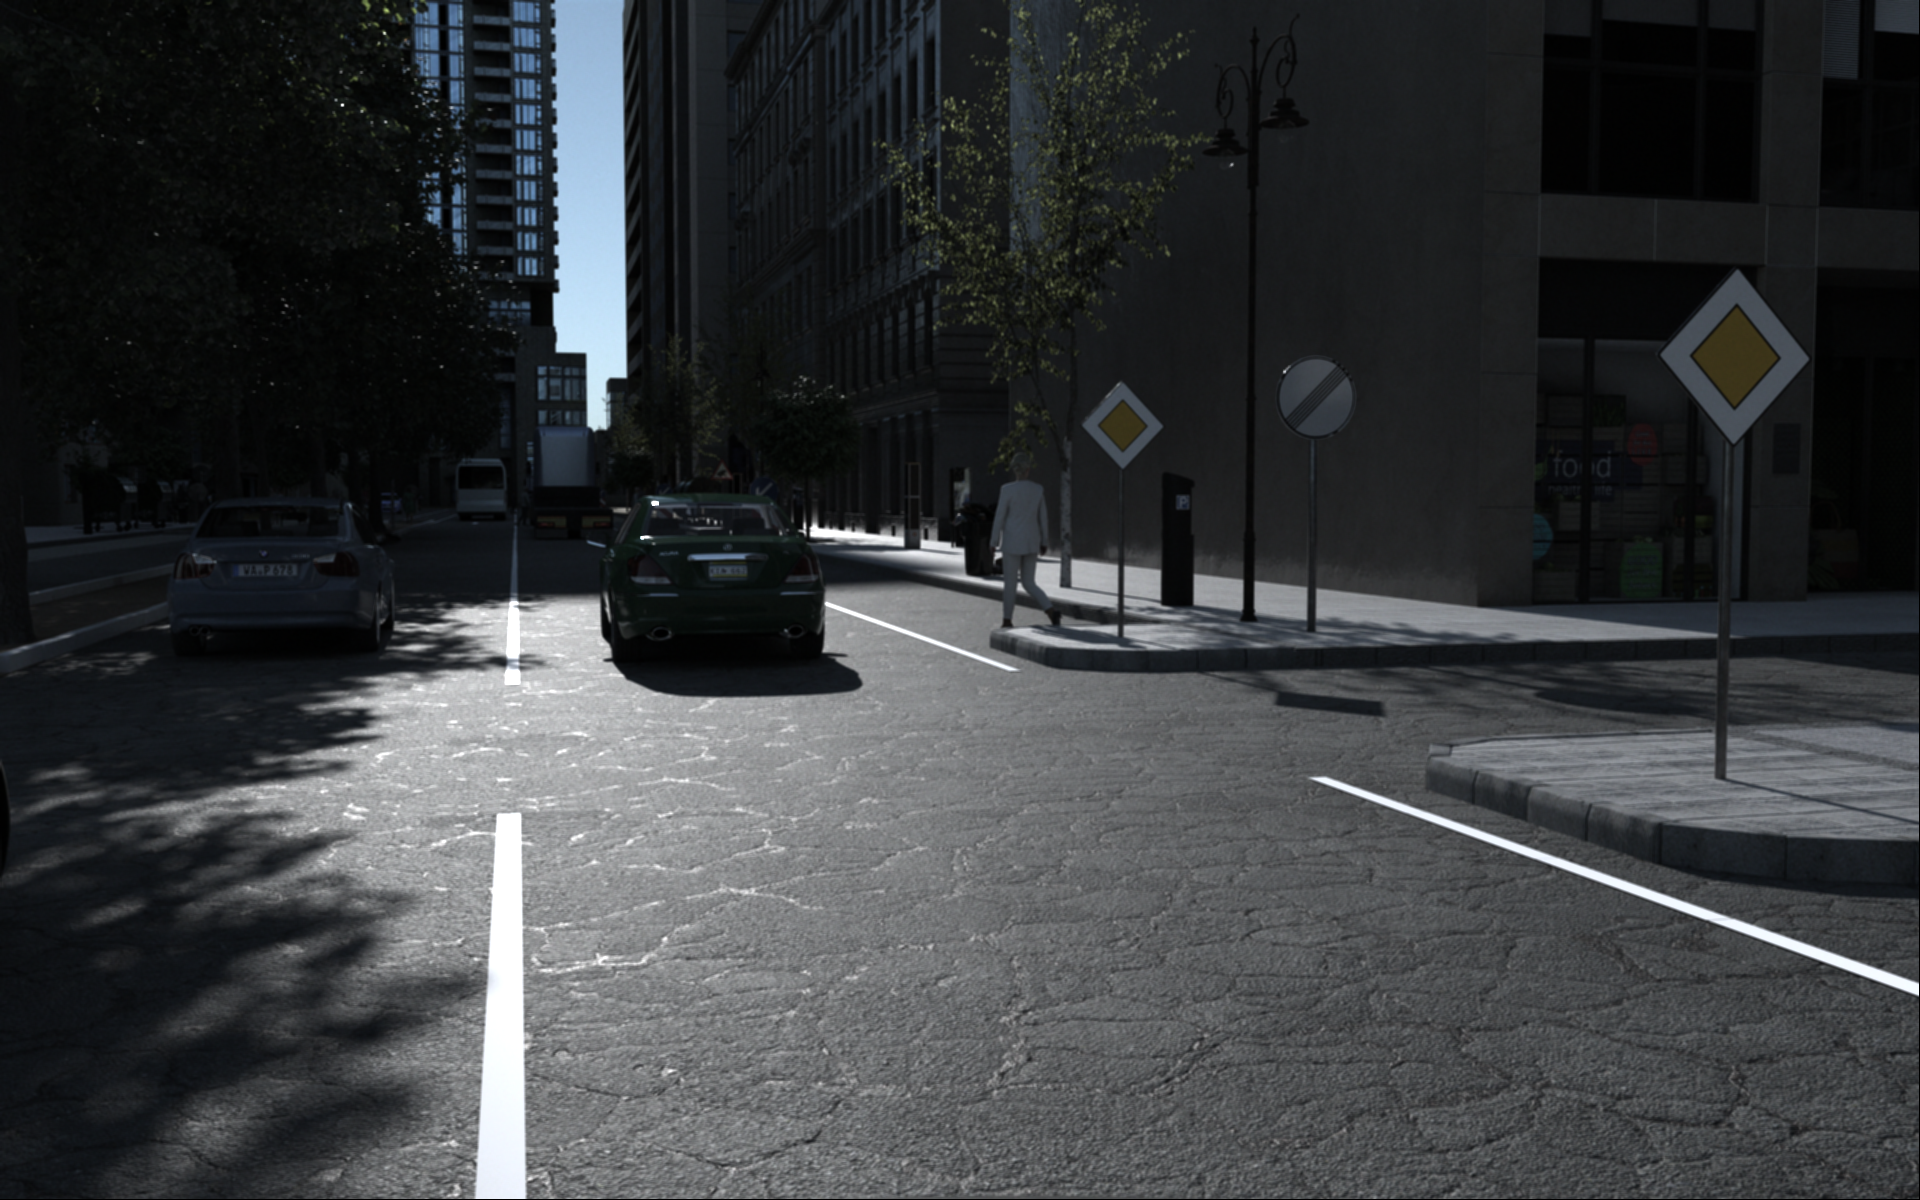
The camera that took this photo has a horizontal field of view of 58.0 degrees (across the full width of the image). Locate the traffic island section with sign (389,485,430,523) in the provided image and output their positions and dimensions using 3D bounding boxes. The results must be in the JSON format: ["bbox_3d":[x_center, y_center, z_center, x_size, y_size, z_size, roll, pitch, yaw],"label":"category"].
[{"bbox_3d":[-27.101,-4.730,85.477,2.006,1.907,1.989,-1,4,-14],"label":"traffic island section with sign"}]

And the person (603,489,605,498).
[{"bbox_3d":[-24.513,-6.744,118.762,0.705,1.824,1.348,0,4,-8],"label":"person"}]

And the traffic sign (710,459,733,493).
[{"bbox_3d":[-8.794,-3.919,64.075,0.884,2.594,0.081,-1,4,-12],"label":"traffic sign"}]

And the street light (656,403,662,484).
[{"bbox_3d":[-15.257,-7.070,88.385,0.468,5.910,1.993,-1,4,-14],"label":"street light"}]

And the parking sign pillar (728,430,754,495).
[{"bbox_3d":[-9.248,-5.189,73.319,1.447,3.967,1.447,2,4,28],"label":"parking sign pillar"}]

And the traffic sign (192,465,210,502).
[{"bbox_3d":[-32.921,-4.592,75.188,0.768,2.556,0.104,-1,4,-8],"label":"traffic sign"}]

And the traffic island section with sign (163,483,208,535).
[{"bbox_3d":[-27.079,-3.234,61.498,1.989,1.847,2.006,-1,4,-14],"label":"traffic island section with sign"}]

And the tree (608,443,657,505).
[{"bbox_3d":[-20.815,-7.768,110.727,4.285,4.588,4.351,0,3,0],"label":"tree"}]

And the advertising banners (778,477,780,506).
[{"bbox_3d":[-5.647,-3.530,53.899,0.090,3.025,2.074,0,4,-5],"label":"advertising banners"}]

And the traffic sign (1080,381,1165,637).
[{"bbox_3d":[1.440,-0.724,15.478,0.795,2.450,0.064,-1,4,-14],"label":"traffic sign"}]

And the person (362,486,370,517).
[{"bbox_3d":[-27.210,-4.341,79.442,0.573,1.828,0.580,1,4,14],"label":"person"}]

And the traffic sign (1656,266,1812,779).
[{"bbox_3d":[3.423,-0.251,7.742,0.795,2.450,0.064,-1,4,-14],"label":"traffic sign"}]

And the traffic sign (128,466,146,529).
[{"bbox_3d":[-29.895,-3.718,62.914,0.606,2.300,0.079,0,4,-7],"label":"traffic sign"}]

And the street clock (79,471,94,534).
[{"bbox_3d":[-27.741,-3.087,55.043,0.471,2.002,0.358,2,4,28],"label":"street clock"}]

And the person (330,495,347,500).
[{"bbox_3d":[-40.349,-6.345,112.251,1.348,1.824,0.705,-3,5,-42],"label":"person"}]

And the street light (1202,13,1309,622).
[{"bbox_3d":[2.912,-2.723,17.301,0.468,5.910,1.993,-1,4,-14],"label":"street light"}]

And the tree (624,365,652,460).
[{"bbox_3d":[-16.192,-8.776,93.847,4.737,8.622,4.395,0,3,0],"label":"tree"}]

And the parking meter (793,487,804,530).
[{"bbox_3d":[-5.844,-3.315,62.604,0.372,1.533,0.369,0,3,0],"label":"parking meter"}]

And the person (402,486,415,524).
[{"bbox_3d":[-26.376,-4.534,82.880,0.600,1.795,0.529,-2,4,-28],"label":"person"}]

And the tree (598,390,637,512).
[{"bbox_3d":[-23.526,-10.520,122.371,4.360,8.622,3.978,0,3,0],"label":"tree"}]

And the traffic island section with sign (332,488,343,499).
[{"bbox_3d":[-39.533,-6.208,110.135,1.989,1.847,2.006,-1,4,-14],"label":"traffic island section with sign"}]

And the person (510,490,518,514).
[{"bbox_3d":[-32.271,-7.087,125.286,0.530,1.710,0.541,-1,4,-12],"label":"person"}]

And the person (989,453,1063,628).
[{"bbox_3d":[0.656,-0.548,17.346,0.818,1.842,0.514,3,5,41],"label":"person"}]

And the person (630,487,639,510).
[{"bbox_3d":[-15.547,-4.551,83.387,0.782,1.767,0.515,2,4,30],"label":"person"}]

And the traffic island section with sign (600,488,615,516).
[{"bbox_3d":[-23.866,-6.465,114.330,1.989,1.847,2.006,-1,4,-14],"label":"traffic island section with sign"}]

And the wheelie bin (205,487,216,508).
[{"bbox_3d":[-34.428,-4.397,79.799,0.693,1.594,0.980,-2,4,-26],"label":"wheelie bin"}]

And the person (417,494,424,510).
[{"bbox_3d":[-47.506,-8.611,152.528,0.697,1.427,0.421,-2,4,-34],"label":"person"}]

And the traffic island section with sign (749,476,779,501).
[{"bbox_3d":[-4.665,-1.884,39.426,1.989,1.847,2.006,-1,4,-14],"label":"traffic island section with sign"}]

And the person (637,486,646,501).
[{"bbox_3d":[-14.379,-4.248,78.060,0.767,1.812,0.694,1,4,21],"label":"person"}]

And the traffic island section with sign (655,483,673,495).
[{"bbox_3d":[-11.352,-3.481,65.541,1.989,1.847,2.006,-1,4,-14],"label":"traffic island section with sign"}]

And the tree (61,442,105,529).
[{"bbox_3d":[-32.402,-4.268,64.383,1.663,3.219,1.824,0,3,0],"label":"tree"}]

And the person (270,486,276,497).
[{"bbox_3d":[-31.572,-4.314,79.373,0.599,1.781,0.374,0,4,-2],"label":"person"}]

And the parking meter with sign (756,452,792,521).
[{"bbox_3d":[-7.057,-4.268,66.049,0.543,3.016,1.738,2,4,28],"label":"parking meter with sign"}]

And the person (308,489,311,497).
[{"bbox_3d":[-30.626,-4.428,81.902,0.512,1.701,0.522,-1,4,-9],"label":"person"}]

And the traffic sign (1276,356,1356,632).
[{"bbox_3d":[3.273,-0.976,16.056,0.768,2.556,0.104,-1,4,-9],"label":"traffic sign"}]

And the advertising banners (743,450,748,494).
[{"bbox_3d":[-8.495,-4.434,68.686,0.090,3.025,2.074,0,4,-1],"label":"advertising banners"}]

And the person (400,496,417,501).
[{"bbox_3d":[-38.943,-6.926,122.454,1.217,1.743,0.721,-1,4,-14],"label":"person"}]

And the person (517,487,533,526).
[{"bbox_3d":[-19.403,-4.181,77.339,0.782,1.767,0.515,3,5,42],"label":"person"}]

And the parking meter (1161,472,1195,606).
[{"bbox_3d":[2.502,-0.703,19.908,0.372,1.533,0.369,0,3,0],"label":"parking meter"}]

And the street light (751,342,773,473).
[{"bbox_3d":[-6.047,-4.898,52.875,0.468,5.910,1.993,-1,4,-14],"label":"street light"}]

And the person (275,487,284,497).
[{"bbox_3d":[-29.093,-3.957,73.940,0.466,1.731,0.760,-1,4,-17],"label":"person"}]
